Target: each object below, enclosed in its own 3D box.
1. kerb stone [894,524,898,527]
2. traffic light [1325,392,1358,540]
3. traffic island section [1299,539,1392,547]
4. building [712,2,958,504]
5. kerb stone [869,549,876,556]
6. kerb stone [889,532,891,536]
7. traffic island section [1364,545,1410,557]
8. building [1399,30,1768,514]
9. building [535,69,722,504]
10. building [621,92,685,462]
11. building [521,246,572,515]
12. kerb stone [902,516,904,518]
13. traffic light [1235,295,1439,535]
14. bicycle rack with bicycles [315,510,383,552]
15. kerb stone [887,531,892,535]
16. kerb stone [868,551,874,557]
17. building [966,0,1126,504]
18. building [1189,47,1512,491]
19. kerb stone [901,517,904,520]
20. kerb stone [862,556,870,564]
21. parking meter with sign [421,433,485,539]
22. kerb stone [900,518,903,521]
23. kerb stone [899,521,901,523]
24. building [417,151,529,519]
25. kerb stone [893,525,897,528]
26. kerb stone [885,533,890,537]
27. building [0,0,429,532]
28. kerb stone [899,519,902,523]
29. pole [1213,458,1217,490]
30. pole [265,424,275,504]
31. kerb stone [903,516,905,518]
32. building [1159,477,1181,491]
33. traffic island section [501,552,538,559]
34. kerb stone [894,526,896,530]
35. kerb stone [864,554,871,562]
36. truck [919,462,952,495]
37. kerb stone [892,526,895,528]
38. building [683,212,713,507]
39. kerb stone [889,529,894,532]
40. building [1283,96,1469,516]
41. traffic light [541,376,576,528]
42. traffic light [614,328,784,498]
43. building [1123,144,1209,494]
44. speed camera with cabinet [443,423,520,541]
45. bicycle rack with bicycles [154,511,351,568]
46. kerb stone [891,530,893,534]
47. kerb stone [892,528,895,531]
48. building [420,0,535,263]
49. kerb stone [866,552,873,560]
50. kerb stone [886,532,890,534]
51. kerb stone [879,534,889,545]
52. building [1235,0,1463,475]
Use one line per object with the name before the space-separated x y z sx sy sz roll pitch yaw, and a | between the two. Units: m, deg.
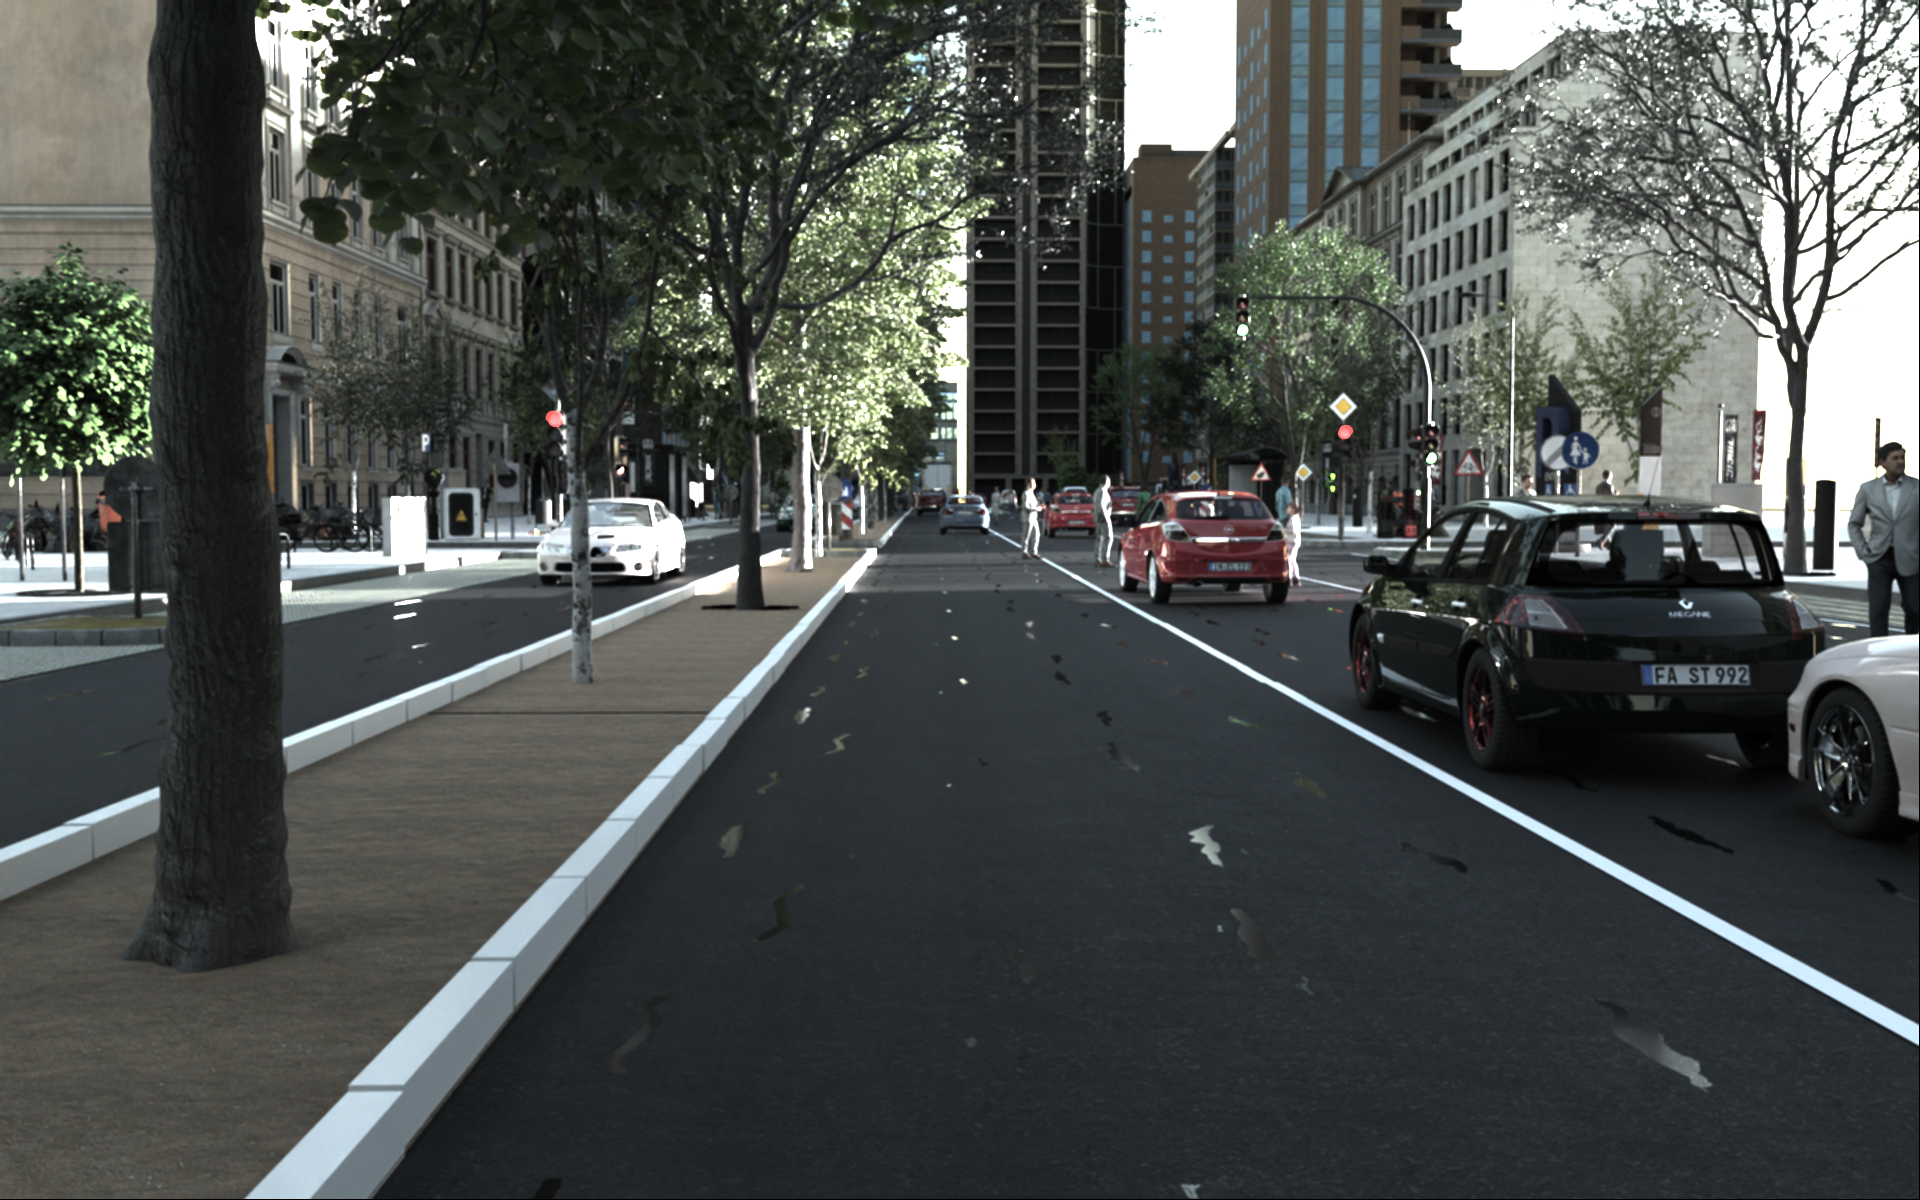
kerb stone | -2.583 -2.756 67.261 0.120 0.150 1.000 0 4 -1
traffic light | 10.551 -3.609 47.920 0.839 4.253 0.868 0 4 -1
traffic island section | 10.591 -1.575 48.035 2.009 0.180 2.903 0 4 -1
building | -15.937 -55.912 226.833 31.000 86.520 22.319 0 4 -1
kerb stone | -1.979 -0.971 38.085 0.120 0.150 1.000 0 4 -1
kerb stone | -2.343 -2.004 54.953 0.120 0.150 1.000 0 4 -1
traffic island section | 10.757 -1.087 40.052 2.009 0.180 2.903 0 4 -1
building | 27.947 -13.795 80.293 10.420 20.320 16.860 0 4 -1
building | -42.377 -48.147 225.448 20.611 71.187 20.563 0 4 -1
building | -31.746 -30.532 149.310 14.600 45.320 14.200 0 4 -1
building | -32.895 -14.678 107.437 16.820 18.784 16.811 0 4 -1
kerb stone | -3.047 -4.074 88.804 0.120 0.150 1.000 0 4 -1
traffic light | 8.628 -3.981 39.752 4.771 5.953 1.251 0 4 -1
bicycle rack with bicycles | -13.631 -1.566 38.990 2.925 0.926 2.852 0 4 7
kerb stone | -2.357 -2.066 55.975 0.120 0.150 1.000 0 4 -1
kerb stone | -1.969 -0.909 37.059 0.120 0.150 1.000 0 4 -1
building | 11.149 -48.233 226.857 20.611 71.187 20.563 0 4 -1
building | 37.859 -28.173 152.510 32.217 40.220 23.993 0 4 -1
kerb stone | -2.978 -3.886 85.723 0.120 0.150 1.000 0 4 -1
kerb stone | -1.895 -0.721 33.987 0.120 0.150 1.000 0 4 -1
parking meter with sign | -14.642 -3.293 50.102 0.543 3.016 1.738 3 5 43
kerb stone | -2.921 -3.698 82.657 0.120 0.150 1.000 0 4 -1
kerb stone | -2.762 -3.258 75.468 0.120 0.150 1.000 0 4 -1
building | -29.697 -15.430 88.437 11.583 22.565 21.152 0 4 -1
kerb stone | -2.550 -2.631 65.213 0.120 0.150 1.000 0 4 -1
kerb stone | -2.297 -1.877 52.908 0.120 0.150 1.000 0 4 -1
building | -30.155 -17.232 67.640 13.634 28.700 20.117 0 4 -1
kerb stone | -2.851 -3.509 79.571 0.120 0.150 1.000 0 4 -1
pole | 14.339 -6.336 97.439 0.158 3.312 0.155 0 3 0
pole | -20.035 -3.455 50.326 0.158 3.312 0.155 0 3 0
kerb stone | -3.088 -4.198 90.853 0.120 0.150 1.000 0 4 -1
building | 37.259 -29.637 176.451 32.217 40.220 23.993 0 4 -1
traffic island section | -9.180 -1.062 39.642 2.009 0.180 2.903 0 4 -1
kerb stone | -2.524 -2.568 64.184 0.120 0.150 1.000 0 4 -1
kerb stone | -1.920 -0.783 35.016 0.120 0.150 1.000 0 4 -1
truck | -2.165 -10.235 156.258 2.839 4.237 11.283 0 4 -2
kerb stone | -2.514 -2.506 63.161 0.120 0.150 1.000 0 4 -1
building | -33.178 -30.329 179.469 14.086 41.232 14.154 0 4 -1
kerb stone | -2.418 -2.254 59.047 0.120 0.150 1.000 0 4 -1
building | 28.776 -17.557 106.147 14.460 24.649 34.723 0 4 -1
traffic light | -9.139 -3.094 39.508 0.839 4.253 0.868 0 4 -1
traffic light | -7.216 -4.459 47.570 4.771 5.953 1.251 0 4 -1
building | 28.623 -35.133 224.527 14.200 45.320 14.600 0 4 -1
speed camera with cabinet | -13.321 -3.295 48.207 2.038 3.252 0.660 -1 4 -18
bicycle rack with bicycles | -12.447 -0.972 29.281 2.852 0.926 2.925 1 4 12
kerb stone | -2.399 -2.190 58.025 0.120 0.150 1.000 0 4 -1
kerb stone | -2.465 -2.380 61.108 0.120 0.150 1.000 0 4 -1
building | -34.608 -42.375 131.084 20.563 71.187 20.611 0 4 -1
kerb stone | -1.938 -0.847 36.038 0.120 0.150 1.000 0 4 -1
kerb stone | -2.318 -1.939 53.930 0.120 0.150 1.000 0 4 -1
kerb stone | -2.270 -1.815 51.880 0.120 0.150 1.000 0 4 -1
building | 29.176 -29.541 133.109 14.600 45.320 14.200 0 4 -1
